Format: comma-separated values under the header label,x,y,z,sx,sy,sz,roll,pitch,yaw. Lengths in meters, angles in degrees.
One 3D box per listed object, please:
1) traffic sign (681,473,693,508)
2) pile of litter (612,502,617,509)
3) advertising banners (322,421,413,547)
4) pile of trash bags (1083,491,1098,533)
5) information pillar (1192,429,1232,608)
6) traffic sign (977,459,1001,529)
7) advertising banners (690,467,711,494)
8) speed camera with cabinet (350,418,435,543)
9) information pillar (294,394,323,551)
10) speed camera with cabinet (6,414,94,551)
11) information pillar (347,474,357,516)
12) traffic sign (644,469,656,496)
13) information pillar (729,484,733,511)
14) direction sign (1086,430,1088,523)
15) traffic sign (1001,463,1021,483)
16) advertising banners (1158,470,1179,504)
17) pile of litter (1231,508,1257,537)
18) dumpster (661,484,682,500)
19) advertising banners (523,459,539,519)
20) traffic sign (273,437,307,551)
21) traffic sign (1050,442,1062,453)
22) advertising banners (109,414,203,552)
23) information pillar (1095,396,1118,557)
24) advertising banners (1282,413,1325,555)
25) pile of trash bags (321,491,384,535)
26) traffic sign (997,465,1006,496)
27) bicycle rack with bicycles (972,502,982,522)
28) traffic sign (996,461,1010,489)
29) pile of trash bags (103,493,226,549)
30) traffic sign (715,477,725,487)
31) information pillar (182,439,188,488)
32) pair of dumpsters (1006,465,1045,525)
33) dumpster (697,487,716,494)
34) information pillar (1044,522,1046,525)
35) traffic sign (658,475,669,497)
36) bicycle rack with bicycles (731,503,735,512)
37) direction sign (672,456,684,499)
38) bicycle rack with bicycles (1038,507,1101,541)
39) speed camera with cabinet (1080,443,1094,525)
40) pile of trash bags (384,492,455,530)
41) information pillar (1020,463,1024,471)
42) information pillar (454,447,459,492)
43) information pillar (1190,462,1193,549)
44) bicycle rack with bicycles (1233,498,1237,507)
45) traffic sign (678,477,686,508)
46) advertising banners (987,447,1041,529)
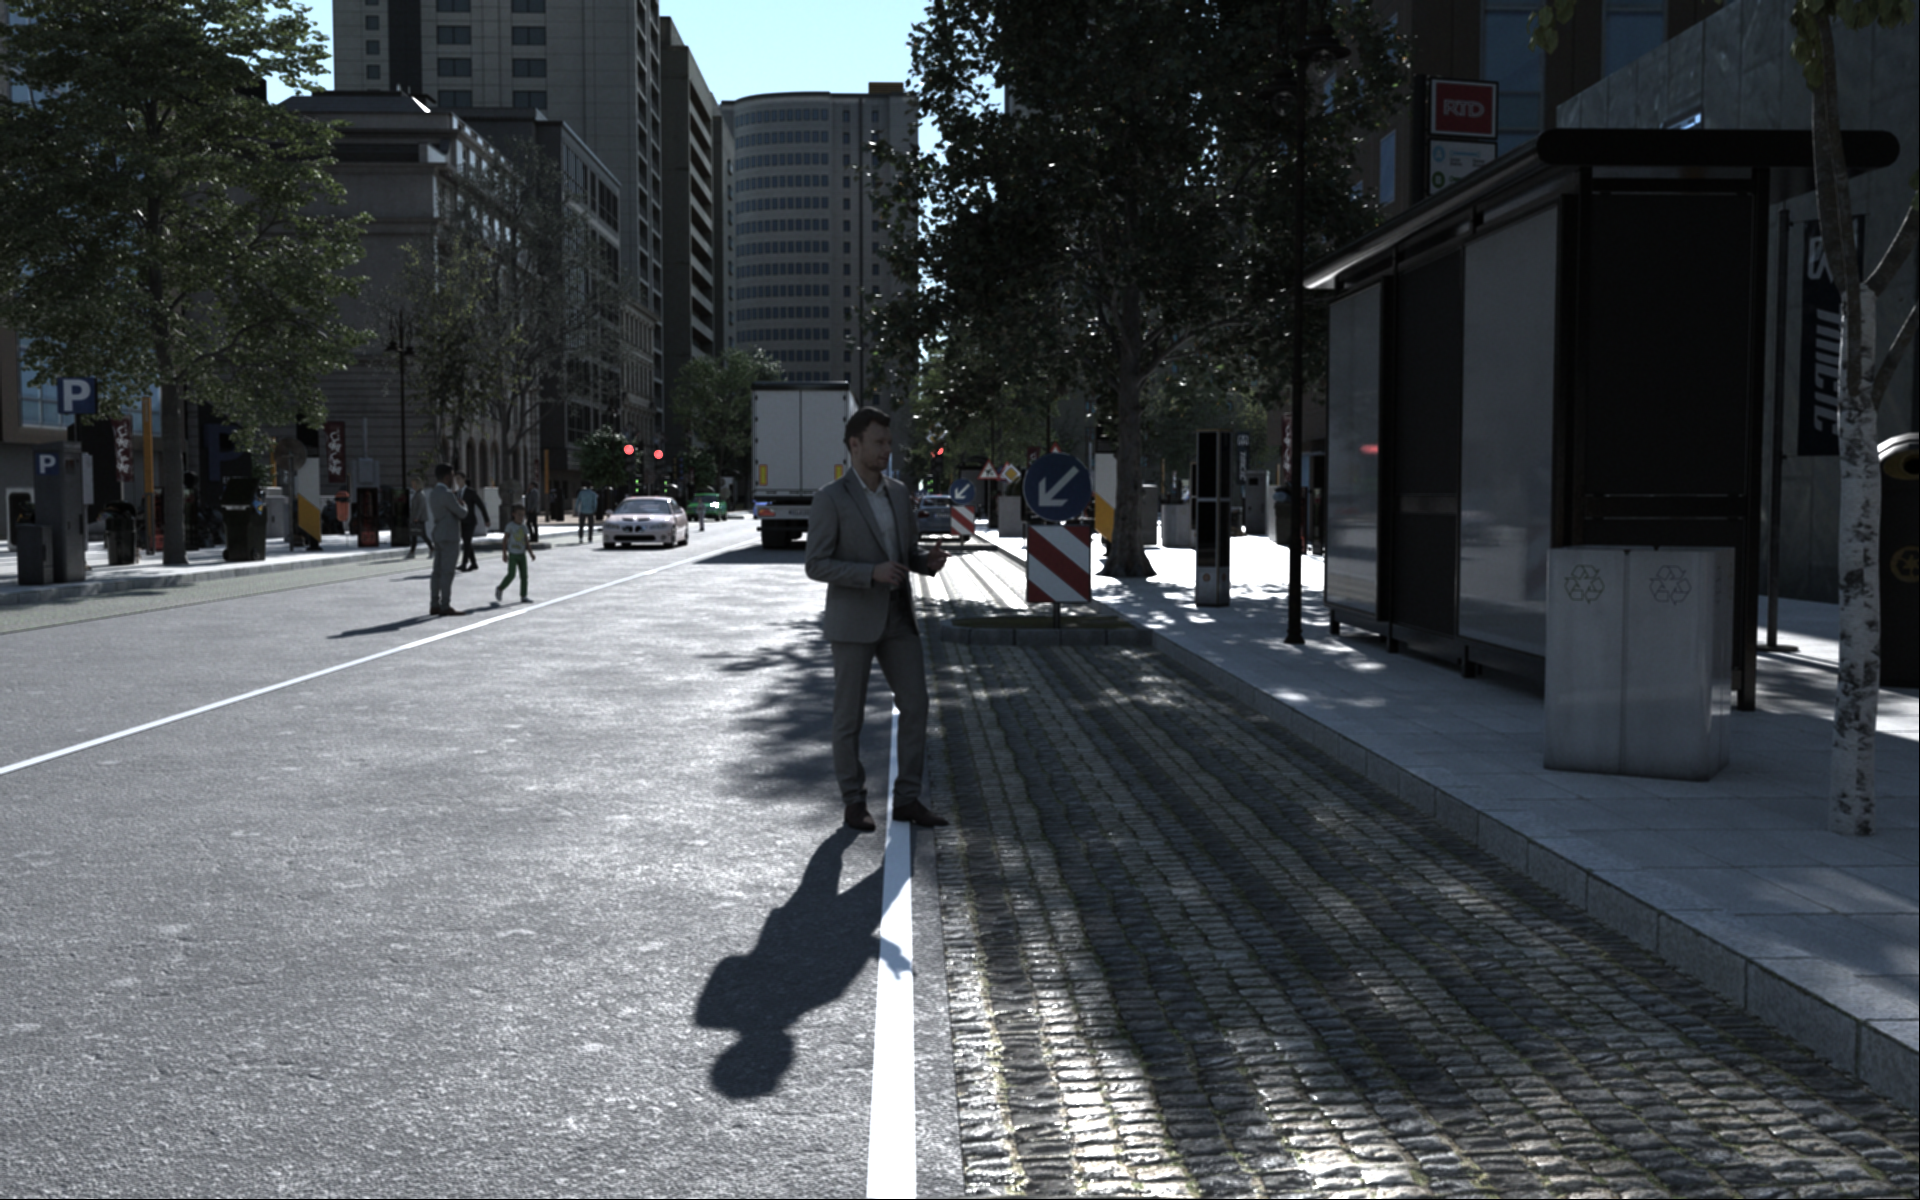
label,x,y,z,sx,sy,sz,roll,pitch,yaw
traffic sign,-16.709,-6.470,105.887,0.768,2.556,0.104,0,4,4
pile of litter,-18.184,-4.828,92.894,1.176,0.858,1.719,-1,4,-22
advertising banners,-14.307,-2.795,41.887,2.074,3.025,0.090,-2,4,-25
pile of trash bags,5.064,-2.957,58.106,1.912,1.369,3.447,-2,4,-26
information pillar,2.881,-0.930,19.701,0.304,2.012,0.304,3,4,37
traffic sign,1.054,-3.868,63.250,0.884,2.594,0.081,0,4,0
advertising banners,-16.443,-6.947,109.764,2.074,3.025,0.090,3,4,38
speed camera with cabinet,-14.890,-3.124,45.415,2.038,3.252,0.660,-2,4,-26
information pillar,-14.760,-2.930,39.255,0.504,3.616,0.183,-2,4,-28
speed camera with cabinet,-20.467,-2.725,38.893,2.038,3.252,0.660,1,4,20
information pillar,-21.999,-3.563,62.750,0.304,2.012,0.304,-3,4,-37
traffic sign,-16.037,-5.455,89.302,0.768,2.556,0.104,0,4,4
information pillar,-16.901,-7.566,128.193,0.304,2.012,0.304,1,4,11
direction sign,4.521,-4.257,61.604,0.379,3.537,0.876,0,4,7
traffic sign,1.912,-3.893,64.843,0.795,2.450,0.064,0,4,2
advertising banners,15.330,-8.052,127.831,2.074,3.025,0.090,-3,5,-41
pile of litter,8.179,-2.369,52.698,1.176,0.858,1.719,-3,4,-37
dumpster,-17.468,-6.029,104.337,1.264,1.857,1.865,0,4,-2
advertising banners,-21.733,-5.590,87.590,0.090,3.025,2.074,-3,4,-39
traffic sign,-15.072,-2.378,38.981,0.768,2.556,0.104,0,4,3
traffic sign,2.365,-2.630,43.003,0.884,2.594,0.081,0,4,4
advertising banners,-17.911,-2.594,38.607,0.090,3.025,2.074,3,4,36
information pillar,3.002,-2.690,35.330,0.504,3.616,0.183,-1,4,-14
advertising banners,7.317,-2.495,36.980,0.090,3.025,2.074,-1,4,-15
pile of trash bags,-19.478,-2.767,54.995,1.912,1.369,3.447,-1,4,-16
traffic sign,1.977,-4.641,75.989,0.768,2.556,0.104,0,4,5
bicycle rack with bicycles,1.545,-4.090,80.259,2.852,0.926,2.925,0,4,-7
traffic sign,1.851,-4.156,67.948,0.884,2.594,0.081,0,4,7
pile of trash bags,-18.652,-1.958,41.763,1.912,1.369,3.447,3,5,43
traffic sign,-18.096,-7.987,130.698,0.768,2.556,0.104,0,4,-1
information pillar,-28.330,-4.389,63.116,0.504,3.616,0.183,2,4,23
pair of dumpsters,2.490,-3.508,59.845,1.574,2.255,4.437,0,4,-2
dumpster,-18.582,-7.403,126.799,1.264,1.857,1.865,0,4,-2
information pillar,2.772,-2.971,53.068,0.304,2.012,0.304,1,4,18
traffic sign,-15.663,-5.469,91.555,0.606,2.300,0.079,0,4,7
bicycle rack with bicycles,-17.710,-6.729,123.405,2.925,0.926,2.852,0,4,3
direction sign,-16.751,-6.777,102.798,0.379,3.537,0.876,3,4,37
bicycle rack with bicycles,3.166,-2.071,47.241,2.925,0.926,2.852,-1,4,-15
speed camera with cabinet,4.768,-4.465,67.335,0.660,3.252,2.038,0,4,-4
pile of trash bags,-19.640,-3.208,62.199,3.447,1.369,1.912,-2,4,-31
information pillar,4.399,-7.954,121.401,0.504,3.616,0.183,-3,5,-40
information pillar,-23.487,-5.471,80.809,0.183,3.616,0.504,0,4,0
information pillar,5.533,-2.187,40.249,0.304,2.012,0.304,1,4,23
bicycle rack with bicycles,22.700,-8.311,149.265,2.852,0.926,2.925,0,4,1
traffic sign,-17.142,-6.394,106.674,0.606,2.300,0.079,0,4,0
advertising banners,1.990,-4.157,64.147,2.074,3.025,0.090,1,4,18
